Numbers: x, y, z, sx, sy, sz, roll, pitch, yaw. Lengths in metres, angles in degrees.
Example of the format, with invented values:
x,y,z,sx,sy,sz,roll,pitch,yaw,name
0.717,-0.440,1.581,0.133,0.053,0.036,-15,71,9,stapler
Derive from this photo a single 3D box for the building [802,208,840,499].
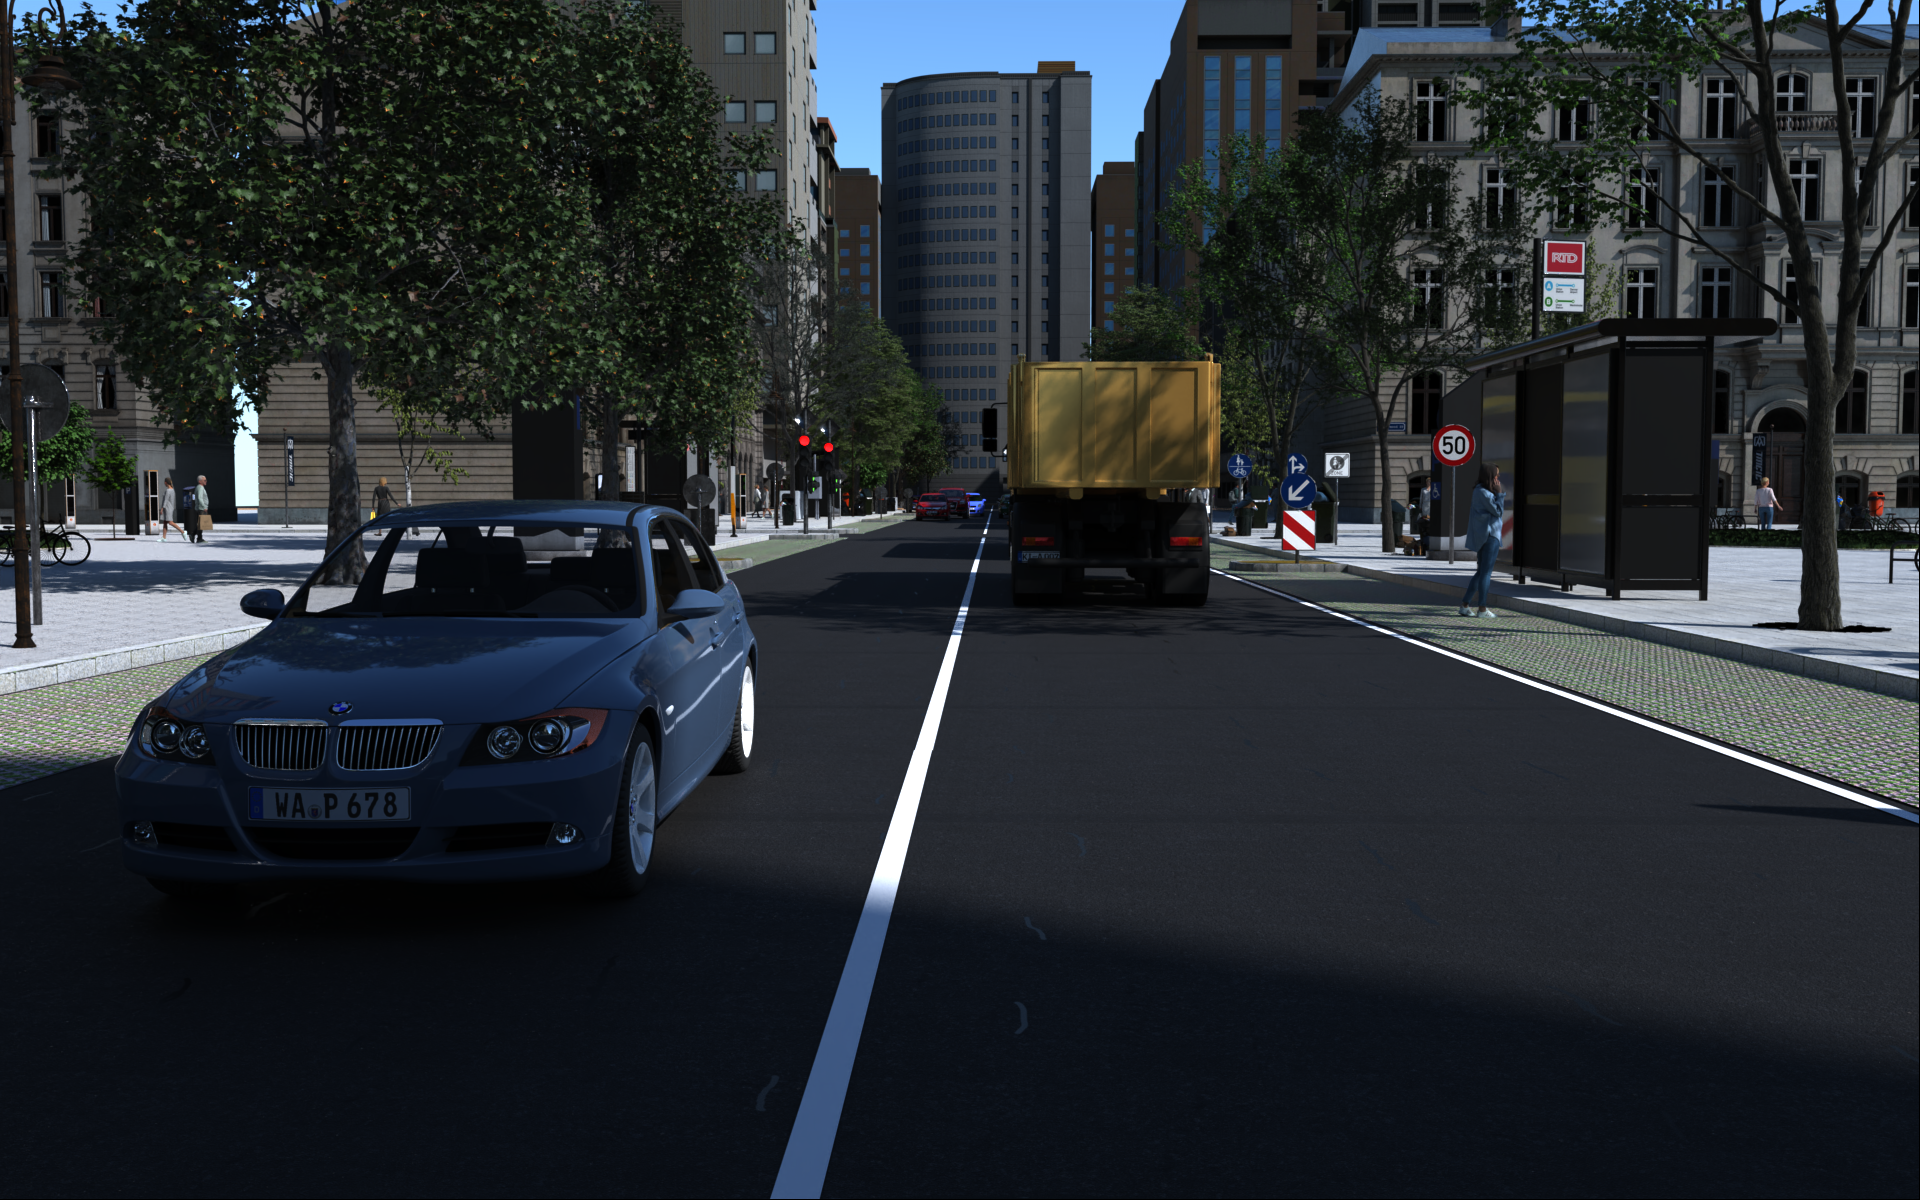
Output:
x,y,z,sx,sy,sz,roll,pitch,yaw,name
-19.770,-24.599,173.902,14.160,30.474,14.107,0,4,1,building

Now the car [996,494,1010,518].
x,y,z,sx,sy,sz,roll,pitch,yaw,name
3.224,-5.587,103.139,2.131,1.459,4.920,0,4,2,car

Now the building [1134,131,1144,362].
x,y,z,sx,sy,sz,roll,pitch,yaw,name
26.785,-31.474,198.190,14.154,41.232,14.086,0,4,1,building

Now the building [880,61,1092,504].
x,y,z,sx,sy,sz,roll,pitch,yaw,name
3.474,-42.661,239.512,28.212,58.520,21.231,0,4,1,building

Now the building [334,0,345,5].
x,y,z,sx,sy,sz,roll,pitch,yaw,name
-56.779,-53.965,195.004,31.000,86.520,22.319,0,4,1,building

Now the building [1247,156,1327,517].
x,y,z,sx,sy,sz,roll,pitch,yaw,name
22.978,-14.959,99.331,10.420,20.320,16.860,0,4,1,building

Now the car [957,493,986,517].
x,y,z,sx,sy,sz,roll,pitch,yaw,name
0.713,-6.227,111.410,1.945,1.707,3.694,0,4,2,car

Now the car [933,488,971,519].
x,y,z,sx,sy,sz,roll,pitch,yaw,name
-0.493,-5.714,102.097,2.281,1.827,5.304,0,4,2,car

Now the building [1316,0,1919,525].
x,y,z,sx,sy,sz,roll,pitch,yaw,name
34.603,-15.813,77.635,34.723,24.649,14.460,0,4,1,building

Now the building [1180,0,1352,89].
x,y,z,sx,sy,sz,roll,pitch,yaw,name
26.330,-30.889,155.149,14.600,45.320,14.200,0,4,1,building

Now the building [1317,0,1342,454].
x,y,z,sx,sy,sz,roll,pitch,yaw,name
44.041,-48.915,238.016,20.611,71.187,20.563,0,4,1,building

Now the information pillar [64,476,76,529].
x,y,z,sx,sy,sz,roll,pitch,yaw,name
-32.919,-3.642,64.038,0.304,2.012,0.304,-3,4,-39,information pillar

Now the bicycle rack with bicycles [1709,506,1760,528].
x,y,z,sx,sy,sz,roll,pitch,yaw,name
23.569,-2.487,54.050,2.852,0.926,2.925,-1,4,-14,bicycle rack with bicycles

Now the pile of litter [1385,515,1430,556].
x,y,z,sx,sy,sz,roll,pitch,yaw,name
9.818,-1.366,36.295,1.719,0.858,1.176,2,4,35,pile of litter

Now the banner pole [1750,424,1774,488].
x,y,z,sx,sy,sz,roll,pitch,yaw,name
28.951,-4.427,62.403,0.863,3.779,0.401,2,4,34,banner pole

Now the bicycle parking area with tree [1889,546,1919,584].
x,y,z,sx,sy,sz,roll,pitch,yaw,name
18.047,-2.297,24.556,8.231,4.147,9.016,-2,4,-27,bicycle parking area with tree

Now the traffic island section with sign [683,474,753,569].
x,y,z,sx,sy,sz,roll,pitch,yaw,name
-5.095,-1.535,33.725,1.989,1.847,2.006,0,4,1,traffic island section with sign

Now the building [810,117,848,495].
x,y,z,sx,sy,sz,roll,pitch,yaw,name
-26.851,-33.091,195.661,28.867,44.769,22.147,0,4,1,building

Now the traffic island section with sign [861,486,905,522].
x,y,z,sx,sy,sz,roll,pitch,yaw,name
-3.959,-4.864,88.154,1.989,1.847,2.006,0,4,1,traffic island section with sign

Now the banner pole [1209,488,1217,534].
x,y,z,sx,sy,sz,roll,pitch,yaw,name
8.121,-4.007,55.531,0.401,3.779,0.863,0,4,-6,banner pole

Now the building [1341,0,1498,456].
x,y,z,sx,sy,sz,roll,pitch,yaw,name
64.645,-48.882,237.471,20.611,71.187,20.563,0,4,1,building

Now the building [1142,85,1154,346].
x,y,z,sx,sy,sz,roll,pitch,yaw,name
26.917,-32.650,183.943,14.600,45.320,14.200,0,4,1,building

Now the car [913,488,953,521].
x,y,z,sx,sy,sz,roll,pitch,yaw,name
-1.430,-5.159,93.386,2.155,1.783,4.494,0,4,1,car

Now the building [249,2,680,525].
x,y,z,sx,sy,sz,roll,pitch,yaw,name
-22.260,-16.481,88.548,14.460,24.649,34.723,0,4,1,building

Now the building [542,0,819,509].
x,y,z,sx,sy,sz,roll,pitch,yaw,name
-26.981,-34.430,152.162,28.713,52.752,27.495,0,4,1,building

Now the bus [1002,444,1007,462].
x,y,z,sx,sy,sz,roll,pitch,yaw,name
2.628,-3.148,43.022,2.896,3.916,12.252,0,4,0,bus

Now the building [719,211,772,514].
x,y,z,sx,sy,sz,roll,pitch,yaw,name
-20.874,-16.903,118.166,13.314,21.916,24.055,0,4,1,building

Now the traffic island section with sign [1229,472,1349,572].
x,y,z,sx,sy,sz,roll,pitch,yaw,name
6.104,-1.458,32.474,1.989,1.847,2.006,0,4,1,traffic island section with sign

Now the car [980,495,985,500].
x,y,z,sx,sy,sz,roll,pitch,yaw,name
1.680,-10.592,185.189,2.014,1.417,4.499,0,4,2,car

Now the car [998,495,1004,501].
x,y,z,sx,sy,sz,roll,pitch,yaw,name
4.920,-10.079,177.150,2.083,1.381,4.827,0,4,1,car

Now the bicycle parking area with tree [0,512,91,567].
x,y,z,sx,sy,sz,roll,pitch,yaw,name
-20.587,-2.609,29.667,9.016,4.147,8.231,-3,5,-43,bicycle parking area with tree

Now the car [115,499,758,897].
x,y,z,sx,sy,sz,roll,pitch,yaw,name
-1.971,0.264,7.694,2.014,1.417,4.499,0,4,1,car

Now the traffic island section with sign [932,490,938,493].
x,y,z,sx,sy,sz,roll,pitch,yaw,name
-2.319,-9.634,166.146,1.989,1.847,2.006,0,4,1,traffic island section with sign

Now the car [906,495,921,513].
x,y,z,sx,sy,sz,roll,pitch,yaw,name
-3.199,-7.367,133.038,1.945,1.354,3.894,0,4,3,car

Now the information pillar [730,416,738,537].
x,y,z,sx,sy,sz,roll,pitch,yaw,name
-6.754,-3.682,51.554,0.183,3.616,0.504,0,4,-1,information pillar

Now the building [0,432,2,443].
x,y,z,sx,sy,sz,roll,pitch,yaw,name
-41.214,-23.353,36.453,28.867,44.769,22.147,0,4,1,building

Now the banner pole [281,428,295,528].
x,y,z,sx,sy,sz,roll,pitch,yaw,name
-25.430,-4.626,65.647,0.401,3.779,0.863,0,4,8,banner pole

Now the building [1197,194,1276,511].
x,y,z,sx,sy,sz,roll,pitch,yaw,name
25.559,-18.585,122.934,14.314,24.678,30.058,0,4,1,building

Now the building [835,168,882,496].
x,y,z,sx,sy,sz,roll,pitch,yaw,name
-17.803,-35.881,236.763,14.200,45.320,14.600,0,4,1,building

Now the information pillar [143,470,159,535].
x,y,z,sx,sy,sz,roll,pitch,yaw,name
-25.126,-3.017,53.819,0.304,2.012,0.304,2,4,34,information pillar

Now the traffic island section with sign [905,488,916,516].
x,y,z,sx,sy,sz,roll,pitch,yaw,name
-3.385,-6.539,115.535,1.989,1.847,2.006,0,4,1,traffic island section with sign

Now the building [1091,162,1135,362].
x,y,z,sx,sy,sz,roll,pitch,yaw,name
25.264,-35.843,236.140,14.200,45.320,14.600,0,4,1,building

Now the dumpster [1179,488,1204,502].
x,y,z,sx,sy,sz,roll,pitch,yaw,name
10.556,-4.442,78.390,1.264,1.857,1.865,0,4,1,dumpster

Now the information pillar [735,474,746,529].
x,y,z,sx,sy,sz,roll,pitch,yaw,name
-7.998,-3.586,63.124,0.304,2.012,0.304,3,5,41,information pillar

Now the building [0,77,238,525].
x,y,z,sx,sy,sz,roll,pitch,yaw,name
-43.211,-13.927,76.859,18.267,20.994,9.793,0,4,1,building

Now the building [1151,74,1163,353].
x,y,z,sx,sy,sz,roll,pitch,yaw,name
27.079,-31.783,169.763,14.600,45.320,14.200,0,4,1,building
